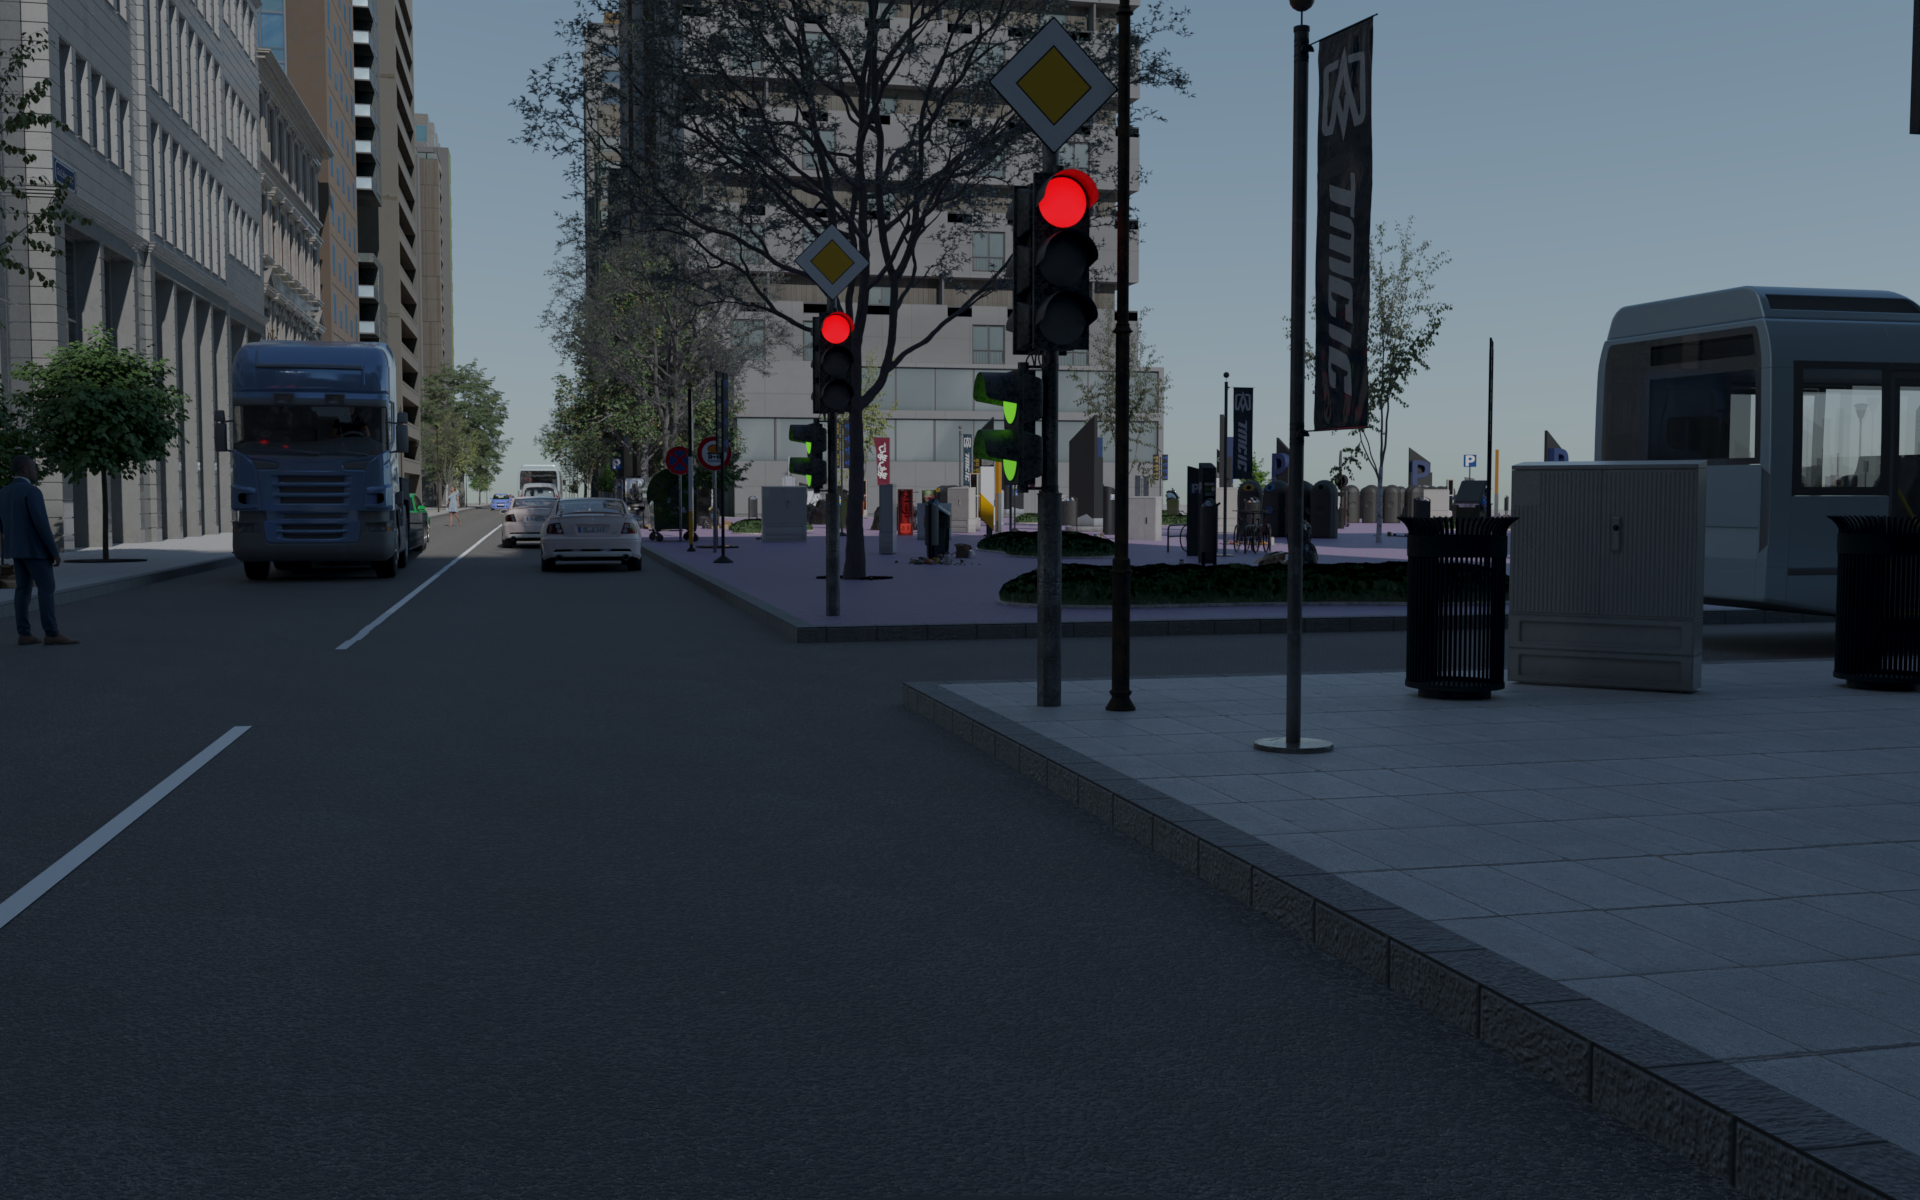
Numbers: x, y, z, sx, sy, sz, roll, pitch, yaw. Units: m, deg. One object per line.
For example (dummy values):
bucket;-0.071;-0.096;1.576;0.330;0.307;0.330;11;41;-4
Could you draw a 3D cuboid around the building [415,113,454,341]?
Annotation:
building;-75.554;-36.564;217.425;23.786;49.044;30.456;-1;4;-14

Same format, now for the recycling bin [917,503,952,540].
recycling bin;-0.723;-2.209;48.663;0.722;1.027;0.722;3;5;43

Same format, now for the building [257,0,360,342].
building;-40.422;-27.077;92.821;14.600;45.320;14.200;-1;4;-14

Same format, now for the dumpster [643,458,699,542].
dumpster;-7.815;-2.728;47.104;1.502;2.255;1.985;-1;4;-13

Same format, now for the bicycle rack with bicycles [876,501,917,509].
bicycle rack with bicycles;-3.301;-4.765;91.290;2.925;0.926;2.852;-3;5;-43

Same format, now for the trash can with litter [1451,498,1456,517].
trash can with litter;20.009;-3.507;68.734;0.624;1.170;1.055;-3;5;-42

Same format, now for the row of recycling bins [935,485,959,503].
row of recycling bins;-0.490;-4.499;80.667;1.069;1.692;3.534;-1;4;-10

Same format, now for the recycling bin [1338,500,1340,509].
recycling bin;17.016;-4.086;79.364;0.722;1.027;0.722;-2;4;-34

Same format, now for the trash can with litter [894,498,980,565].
trash can with litter;-0.375;-1.296;32.248;1.678;1.210;2.233;0;4;6

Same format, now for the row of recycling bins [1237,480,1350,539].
row of recycling bins;9.676;-2.699;51.244;1.069;1.692;3.534;-3;5;-42

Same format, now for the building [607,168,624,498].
building;-24.822;-23.591;157.418;14.160;30.474;14.107;-1;4;-14

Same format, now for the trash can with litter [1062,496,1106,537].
trash can with litter;3.569;-2.465;51.363;2.233;1.210;1.678;1;4;22

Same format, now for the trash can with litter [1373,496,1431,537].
trash can with litter;13.592;-2.516;52.189;2.233;1.210;1.678;3;4;38

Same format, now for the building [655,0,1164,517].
building;-4.863;-31.833;109.705;28.713;52.752;27.495;-1;4;-14

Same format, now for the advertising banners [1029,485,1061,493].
advertising banners;3.470;-4.646;72.155;0.090;3.025;2.074;-3;5;-39

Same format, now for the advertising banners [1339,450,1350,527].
advertising banners;15.162;-4.416;68.385;0.090;3.025;2.074;0;4;2

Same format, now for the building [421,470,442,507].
building;-64.908;-45.270;178.413;20.563;71.187;20.611;-1;4;-14

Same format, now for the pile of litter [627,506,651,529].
pile of litter;-11.958;-3.060;64.000;1.176;0.858;1.719;-1;4;-18

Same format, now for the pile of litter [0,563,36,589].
pile of litter;-13.296;-0.618;24.067;1.176;0.858;1.719;0;4;-7

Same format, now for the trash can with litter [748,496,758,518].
trash can with litter;-7.995;-3.583;69.646;1.678;1.210;2.233;2;4;32

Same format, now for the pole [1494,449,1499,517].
pole;24.533;-5.218;79.161;0.158;3.312;0.155;0;3;0

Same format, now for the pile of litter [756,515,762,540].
pile of litter;-5.127;-2.122;48.654;1.176;0.858;1.719;-1;4;-13

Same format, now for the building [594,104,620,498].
building;-31.563;-30.713;185.753;14.154;41.232;14.086;-1;4;-14

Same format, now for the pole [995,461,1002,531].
pole;1.276;-3.906;57.710;0.158;3.312;0.155;0;3;0

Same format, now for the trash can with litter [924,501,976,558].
trash can with litter;-0.204;-1.440;34.929;1.055;1.170;0.624;1;4;10

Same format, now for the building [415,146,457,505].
building;-65.240;-31.405;197.060;14.154;41.232;14.086;-1;4;-14

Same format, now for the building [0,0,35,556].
building;-23.474;-12.701;25.687;12.078;24.808;19.932;-1;4;-14

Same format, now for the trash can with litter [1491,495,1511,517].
trash can with litter;30.711;-5.286;97.475;1.678;1.210;2.233;0;4;8

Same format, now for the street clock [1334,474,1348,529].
street clock;14.058;-3.628;63.894;0.471;2.002;0.358;3;5;44

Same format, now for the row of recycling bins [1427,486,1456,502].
row of recycling bins;24.306;-4.979;88.523;1.069;1.692;3.534;3;5;43

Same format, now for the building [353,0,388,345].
building;-48.788;-48.935;112.753;22.319;86.520;31.000;-1;4;-14

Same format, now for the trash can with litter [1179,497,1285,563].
trash can with litter;4.023;-1.014;27.638;1.678;1.210;2.233;-1;4;-13

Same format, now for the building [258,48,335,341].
building;-34.209;-14.600;74.864;11.583;22.565;21.152;-1;4;-14

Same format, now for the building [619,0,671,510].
building;-20.456;-30.097;142.192;14.600;45.320;14.200;-1;4;-14

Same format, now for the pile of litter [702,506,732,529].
pile of litter;-8.876;-3.070;64.161;1.176;0.858;1.719;3;5;41

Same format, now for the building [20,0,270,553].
building;-28.236;-16.662;49.924;11.434;29.767;29.804;-1;4;-14

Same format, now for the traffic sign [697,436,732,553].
traffic sign;-5.370;-2.312;37.903;0.768;2.556;0.104;-1;4;-13

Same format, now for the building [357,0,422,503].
building;-55.957;-31.613;140.578;21.300;48.544;21.600;-1;4;-14

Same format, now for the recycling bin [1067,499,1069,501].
recycling bin;5.390;-4.508;86.261;0.722;1.027;0.722;-3;4;-39

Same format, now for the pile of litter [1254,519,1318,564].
pile of litter;5.615;-0.979;29.972;1.176;0.858;1.719;3;4;38

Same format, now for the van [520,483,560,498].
van;-16.573;-3.754;68.388;2.013;2.044;4.112;-1;4;-13

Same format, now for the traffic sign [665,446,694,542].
traffic sign;-7.428;-2.805;45.975;0.768;2.556;0.104;0;4;-5

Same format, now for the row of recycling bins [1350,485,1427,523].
row of recycling bins;18.627;-4.238;76.400;3.534;1.692;1.069;1;4;18

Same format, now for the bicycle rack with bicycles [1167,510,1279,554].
bicycle rack with bicycles;5.957;-1.538;38.534;2.852;0.926;2.925;2;4;29

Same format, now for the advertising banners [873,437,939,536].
advertising banners;-1.660;-3.502;53.440;2.074;3.025;0.090;-1;4;-13

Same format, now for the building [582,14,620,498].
building;-37.106;-41.542;221.216;21.231;58.520;28.212;-1;4;-14
